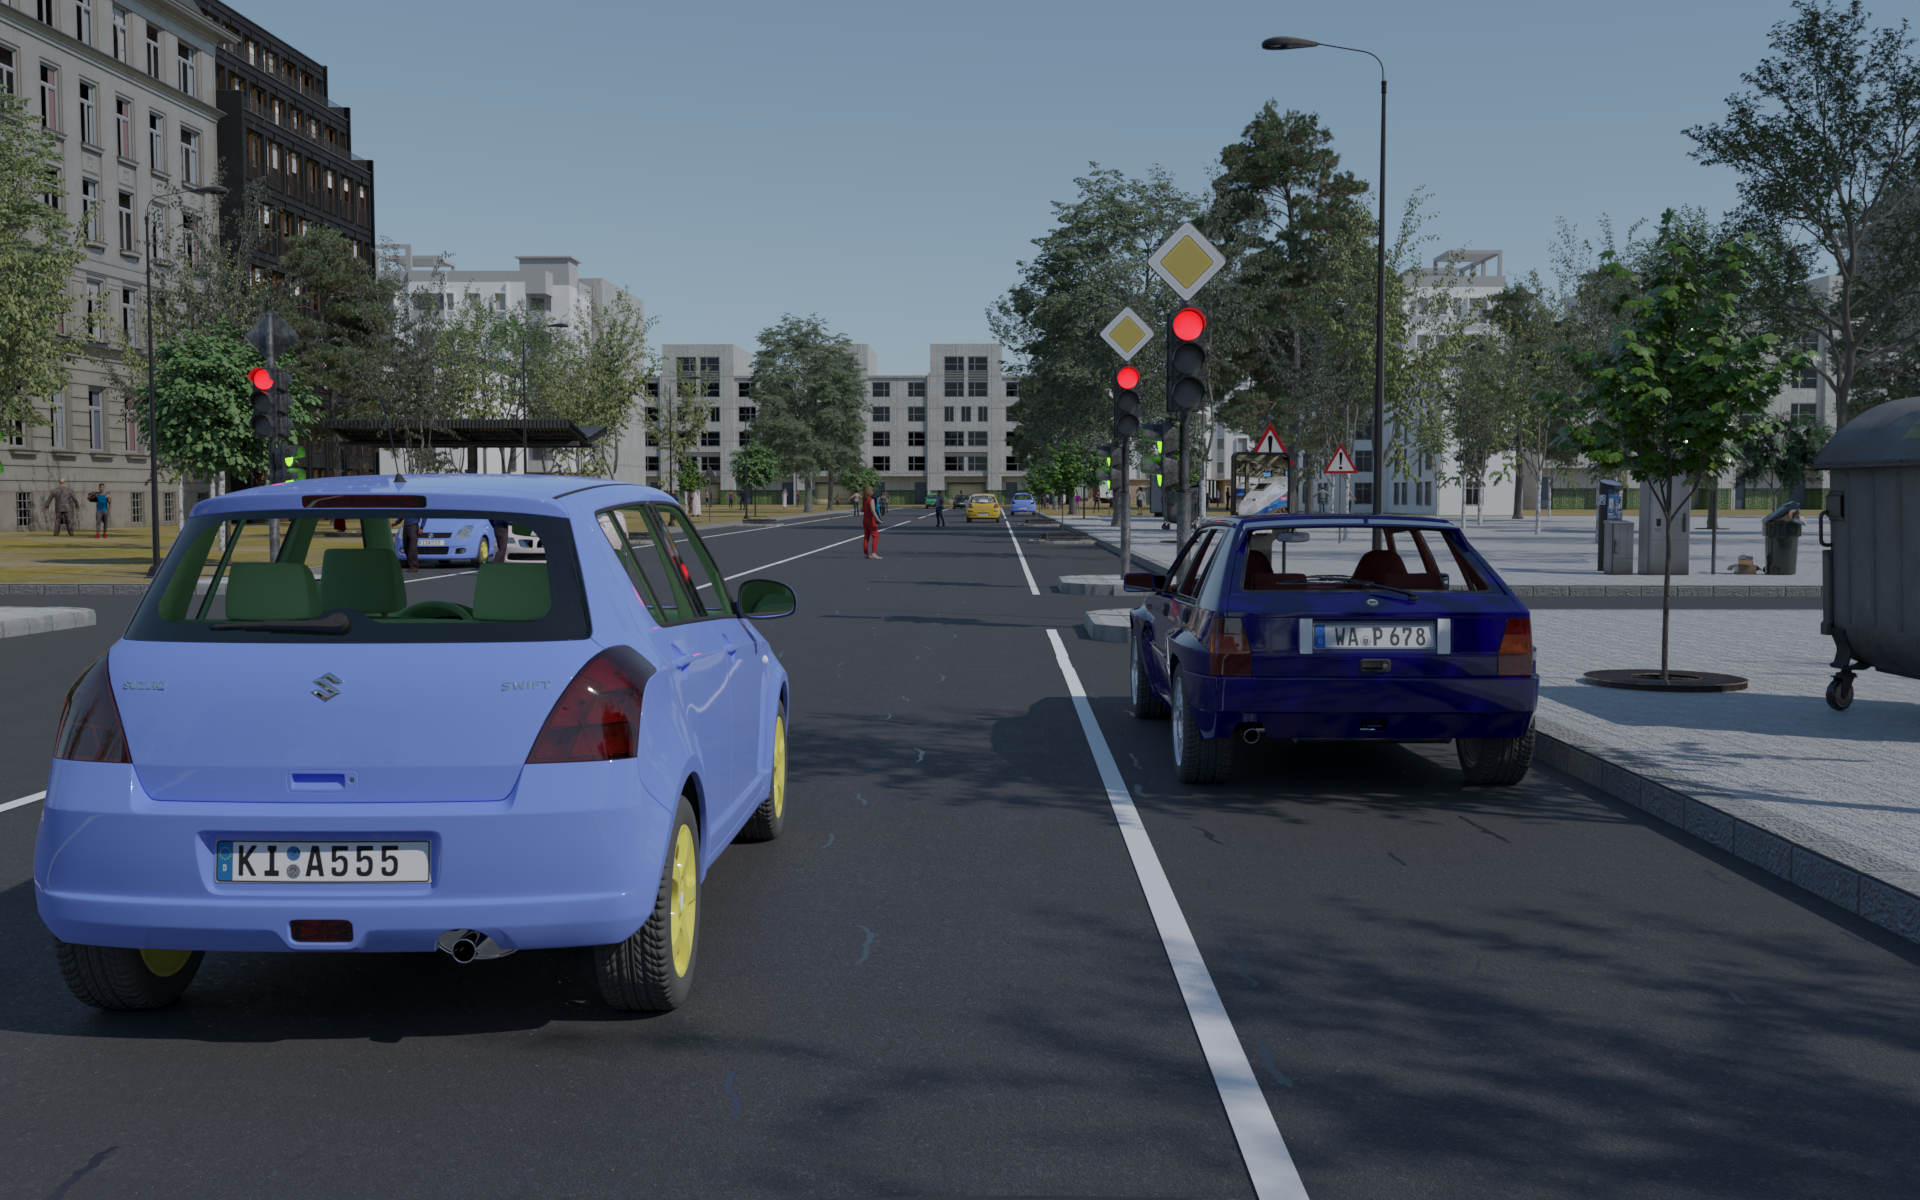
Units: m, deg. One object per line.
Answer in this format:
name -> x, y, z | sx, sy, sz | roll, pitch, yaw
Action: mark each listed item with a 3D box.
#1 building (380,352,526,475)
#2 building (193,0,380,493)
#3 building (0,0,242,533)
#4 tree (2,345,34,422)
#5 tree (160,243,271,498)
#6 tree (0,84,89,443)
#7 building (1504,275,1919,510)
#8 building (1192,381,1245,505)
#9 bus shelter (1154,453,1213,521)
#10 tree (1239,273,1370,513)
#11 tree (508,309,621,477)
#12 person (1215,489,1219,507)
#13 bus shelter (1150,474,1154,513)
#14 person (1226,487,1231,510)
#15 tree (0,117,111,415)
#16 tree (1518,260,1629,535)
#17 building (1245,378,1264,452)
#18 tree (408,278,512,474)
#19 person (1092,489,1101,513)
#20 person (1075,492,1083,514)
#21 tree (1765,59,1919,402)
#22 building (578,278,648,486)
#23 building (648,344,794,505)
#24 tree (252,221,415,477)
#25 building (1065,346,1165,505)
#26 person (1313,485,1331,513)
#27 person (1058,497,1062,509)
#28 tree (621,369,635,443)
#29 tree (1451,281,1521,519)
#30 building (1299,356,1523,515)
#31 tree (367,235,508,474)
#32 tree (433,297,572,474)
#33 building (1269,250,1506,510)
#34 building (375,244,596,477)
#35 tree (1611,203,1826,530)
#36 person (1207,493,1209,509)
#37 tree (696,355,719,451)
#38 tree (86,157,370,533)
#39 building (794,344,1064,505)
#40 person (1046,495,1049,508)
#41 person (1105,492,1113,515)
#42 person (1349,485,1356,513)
building -> -33.666, -10.646, 116.204 | 9.099, 9.664, 28.070 | 0, 4, 1
building -> -36.743, -15.466, 82.545 | 12.332, 23.373, 15.834 | 0, 4, 1
building -> -39.028, -13.848, 59.696 | 16.112, 22.955, 30.059 | 0, 4, 1
tree -> -28.821, -6.086, 49.865 | 4.360, 8.622, 3.978 | 0, 3, 0
tree -> -21.904, -6.094, 50.007 | 4.737, 8.622, 4.395 | 0, 3, 0
tree -> -24.652, -7.527, 41.201 | 7.486, 12.596, 7.792 | 0, 3, 0
building -> 62.869, -17.256, 148.598 | 31.486, 18.905, 16.747 | 0, 4, 1
building -> 30.013, -21.723, 211.588 | 11.380, 20.091, 16.016 | 0, 4, 1
bus shelter -> 10.481, -5.329, 81.045 | 2.014, 3.302, 5.546 | 0, 4, 1
tree -> 16.489, -9.758, 81.599 | 6.751, 12.117, 7.091 | 0, 3, 0
tree -> -16.462, -7.300, 69.715 | 4.360, 8.622, 3.978 | 0, 3, 0
person -> 25.991, -10.331, 174.943 | 0.705, 1.826, 1.348 | 0, 3, 0
bus shelter -> 11.454, -6.197, 95.243 | 2.014, 3.302, 5.546 | 0, 4, 1
person -> 21.047, -7.943, 135.934 | 0.705, 1.821, 1.348 | 1, 4, 23
tree -> -18.500, -5.048, 32.892 | 4.737, 8.622, 4.395 | 0, 3, 0
tree -> 18.212, -6.391, 54.856 | 4.737, 8.622, 4.395 | 0, 3, 0
building -> 33.903, -17.995, 150.630 | 16.016, 20.091, 11.380 | 0, 4, 1
tree -> -17.284, -6.694, 59.813 | 4.737, 8.622, 4.395 | 0, 3, 0
person -> 9.042, -6.577, 115.047 | 0.593, 1.643, 0.415 | 0, 4, -3
person -> 7.763, -6.414, 114.141 | 0.991, 1.433, 0.599 | 0, 4, 2
tree -> 25.848, -8.077, 42.427 | 12.009, 13.543, 11.850 | 0, 3, 0
building -> -44.811, -17.387, 150.737 | 31.486, 18.905, 16.747 | 0, 4, 1
building -> -34.921, -21.187, 212.872 | 31.486, 18.905, 16.747 | 0, 4, 1
tree -> -25.091, -9.013, 69.410 | 6.751, 12.117, 7.091 | 0, 3, 0
building -> 18.626, -21.711, 211.394 | 11.380, 20.091, 16.016 | 0, 4, 1
person -> 22.494, -6.203, 107.553 | 1.350, 1.814, 0.705 | 0, 4, 5
person -> 8.239, -8.491, 144.732 | 0.599, 1.838, 0.709 | -3, 5, -41
tree -> -16.682, -7.759, 77.224 | 4.360, 8.622, 3.978 | 0, 3, 0
tree -> 28.568, -10.167, 88.287 | 6.751, 12.117, 7.091 | 0, 3, 0
building -> 30.268, -10.850, 119.549 | 9.099, 9.664, 28.070 | 0, 4, 1
tree -> -15.581, -6.038, 49.079 | 4.360, 8.622, 3.978 | 0, 3, 0
tree -> -24.215, -10.188, 92.329 | 9.928, 11.665, 9.643 | 0, 3, 0
building -> 33.948, -17.274, 138.847 | 16.016, 20.091, 11.380 | 0, 4, 1
building -> -37.385, -17.079, 135.653 | 16.016, 20.091, 11.380 | 0, 4, 1
tree -> 27.179, -8.371, 62.629 | 9.928, 11.665, 9.643 | 0, 3, 0
person -> 21.683, -8.878, 152.667 | 0.593, 1.643, 0.415 | -3, 5, -41
tree -> -14.628, -8.605, 91.052 | 4.737, 8.622, 4.395 | 0, 3, 0
tree -> -16.480, -5.416, 38.915 | 4.360, 8.622, 3.978 | 0, 3, 0
building -> -3.343, -21.143, 212.143 | 31.486, 18.905, 16.747 | 0, 4, 1
person -> 7.915, -9.227, 157.688 | 0.721, 1.735, 1.217 | 1, 4, 14
person -> 9.133, -5.884, 105.440 | 0.799, 1.438, 0.628 | 1, 4, 22
person -> 23.653, -6.060, 105.113 | 0.705, 1.826, 1.348 | -1, 4, -12
